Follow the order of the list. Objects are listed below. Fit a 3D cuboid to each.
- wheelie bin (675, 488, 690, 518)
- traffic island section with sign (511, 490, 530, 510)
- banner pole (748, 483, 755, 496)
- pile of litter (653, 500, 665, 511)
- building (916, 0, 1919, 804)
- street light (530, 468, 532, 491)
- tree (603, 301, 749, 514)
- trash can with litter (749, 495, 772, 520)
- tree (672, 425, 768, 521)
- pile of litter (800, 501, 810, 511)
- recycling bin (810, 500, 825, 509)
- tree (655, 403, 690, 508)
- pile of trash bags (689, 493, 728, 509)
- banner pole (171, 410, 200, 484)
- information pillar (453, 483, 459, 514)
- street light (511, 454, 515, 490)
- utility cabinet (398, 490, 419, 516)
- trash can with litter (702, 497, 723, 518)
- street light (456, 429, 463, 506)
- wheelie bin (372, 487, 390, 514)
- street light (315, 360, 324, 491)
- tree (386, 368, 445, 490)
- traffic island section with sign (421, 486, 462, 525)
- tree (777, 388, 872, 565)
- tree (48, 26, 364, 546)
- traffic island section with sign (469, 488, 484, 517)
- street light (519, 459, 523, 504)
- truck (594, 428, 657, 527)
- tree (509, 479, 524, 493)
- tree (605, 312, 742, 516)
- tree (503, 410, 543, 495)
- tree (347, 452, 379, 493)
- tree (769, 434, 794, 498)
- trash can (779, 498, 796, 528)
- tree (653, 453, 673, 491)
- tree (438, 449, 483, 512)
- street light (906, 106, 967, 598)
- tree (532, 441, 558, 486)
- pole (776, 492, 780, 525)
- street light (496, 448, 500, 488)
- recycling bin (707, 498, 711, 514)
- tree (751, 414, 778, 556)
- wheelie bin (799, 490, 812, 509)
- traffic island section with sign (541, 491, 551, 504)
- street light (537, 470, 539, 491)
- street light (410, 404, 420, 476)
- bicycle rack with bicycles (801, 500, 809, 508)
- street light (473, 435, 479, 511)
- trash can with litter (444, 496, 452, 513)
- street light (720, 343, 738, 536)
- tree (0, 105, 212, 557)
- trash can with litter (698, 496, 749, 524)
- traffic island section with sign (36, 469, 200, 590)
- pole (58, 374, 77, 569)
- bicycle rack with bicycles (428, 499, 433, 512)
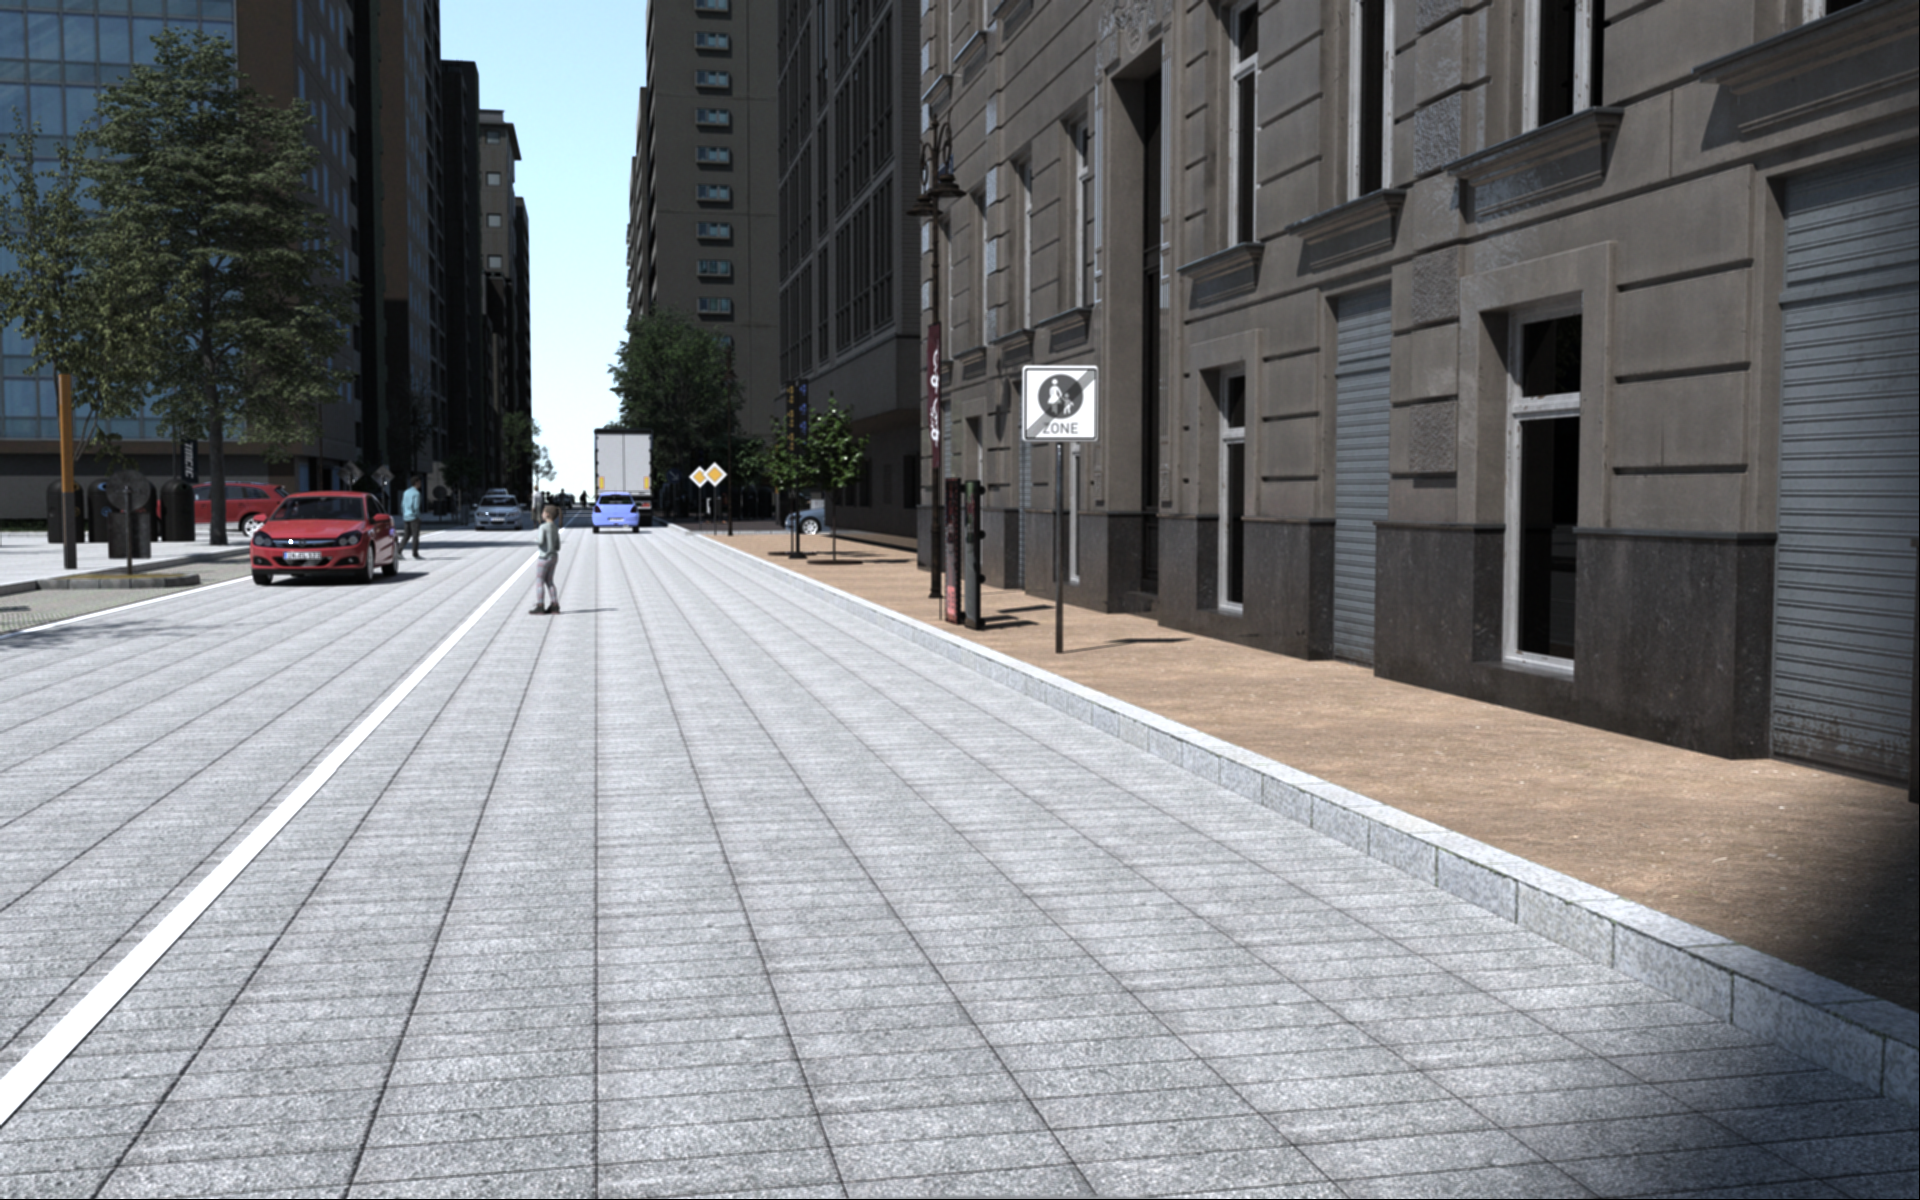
[{"bbox_3d":[-15.011,-5.249,93.727,0.693,1.594,0.980,-2,4,-34],"label":"wheelie bin"},{"bbox_3d":[-40.299,-9.087,157.197,1.989,1.847,2.006,-1,4,-12],"label":"traffic island section with sign"},{"bbox_3d":[-11.038,-6.202,91.428,0.401,3.779,0.863,2,4,28],"label":"banner pole"},{"bbox_3d":[-23.310,-7.261,132.675,1.719,0.858,1.176,1,4,14],"label":"pile of litter"},{"bbox_3d":[7.271,-13.502,18.029,12.463,27.353,25.104,-1,4,-12],"label":"building"},{"bbox_3d":[-60.907,-16.707,245.953,0.468,5.910,1.993,-1,4,-12],"label":"street light"},{"bbox_3d":[-18.589,-12.640,113.325,9.857,13.997,8.962,0,3,0],"label":"tree"},{"bbox_3d":[-10.428,-4.681,87.592,1.678,1.210,2.233,-3,5,-43],"label":"trash can with litter"},{"bbox_3d":[-10.559,-6.041,82.482,4.285,4.588,4.351,0,3,0],"label":"tree"},{"bbox_3d":[-9.404,-5.664,106.571,1.719,0.858,1.176,2,4,30],"label":"pile of litter"},{"bbox_3d":[-6.496,-4.117,79.866,0.722,1.027,0.722,-1,4,-15],"label":"recycling bin"},{"bbox_3d":[-23.323,-11.370,136.257,4.360,8.622,3.978,0,3,0],"label":"tree"},{"bbox_3d":[-18.677,-7.350,129.928,1.912,1.369,3.447,3,5,39],"label":"pile of trash bags"},{"bbox_3d":[-22.635,-3.699,50.490,0.863,3.779,0.401,-2,4,-29],"label":"banner pole"},{"bbox_3d":[-32.131,-6.477,110.385,0.304,2.012,0.304,-2,4,-26],"label":"information pillar"},{"bbox_3d":[-50.606,-13.673,196.342,0.468,5.910,1.993,-1,4,-12],"label":"street light"},{"bbox_3d":[-32.549,-5.721,102.210,1.173,1.500,0.318,-1,4,-22],"label":"utility cabinet"},{"bbox_3d":[-13.088,-4.892,91.370,0.624,1.170,1.055,3,4,37],"label":"trash can with litter"},{"bbox_3d":[-34.575,-9.001,119.959,0.468,5.910,1.993,-1,4,-12],"label":"street light"},{"bbox_3d":[-26.667,-4.390,79.689,0.693,1.594,0.980,-3,4,-37],"label":"wheelie bin"},{"bbox_3d":[-21.834,-5.283,59.159,0.468,5.910,1.993,-1,4,-12],"label":"street light"},{"bbox_3d":[-32.102,-9.218,101.075,4.360,8.622,3.978,0,3,0],"label":"tree"},{"bbox_3d":[-24.429,-4.459,81.526,1.989,1.847,2.006,-1,4,-12],"label":"traffic island section with sign"},{"bbox_3d":[-2.448,-2.276,31.822,1.663,3.219,1.824,0,3,0],"label":"tree"},{"bbox_3d":[-18.995,-7.648,43.180,7.486,12.596,7.792,0,3,0],"label":"tree"},{"bbox_3d":[-30.030,-6.089,108.181,1.989,1.847,2.006,-1,4,-12],"label":"traffic island section with sign"},{"bbox_3d":[-54.590,-14.838,215.386,0.468,5.910,1.993,-1,4,-12],"label":"street light"},{"bbox_3d":[-15.306,-5.532,79.362,2.839,4.237,11.283,-1,4,-10],"label":"truck"},{"bbox_3d":[-51.405,-12.558,199.921,1.663,3.219,1.824,0,3,0],"label":"tree"},{"bbox_3d":[-16.116,-10.640,99.714,9.928,11.665,9.643,0,3,0],"label":"tree"},{"bbox_3d":[-53.932,-17.205,207.063,9.928,11.665,9.643,0,3,0],"label":"tree"},{"bbox_3d":[-26.936,-5.070,77.503,1.663,3.219,1.824,0,3,0],"label":"tree"},{"bbox_3d":[-12.183,-10.776,126.550,4.360,8.622,3.978,0,3,0],"label":"tree"},{"bbox_3d":[-6.543,-3.322,65.966,0.748,1.137,0.748,0,3,0],"label":"trash can"},{"bbox_3d":[-20.881,-8.499,122.669,4.285,4.588,4.351,0,3,0],"label":"tree"},{"bbox_3d":[-36.551,-8.751,126.796,4.285,4.588,4.351,0,3,0],"label":"tree"},{"bbox_3d":[-0.300,-2.961,21.199,0.468,5.910,1.993,-1,4,-12],"label":"street light"},{"bbox_3d":[-70.578,-21.640,288.223,7.601,10.594,8.767,-1,4,-15],"label":"tree"},{"bbox_3d":[-7.593,-4.783,72.051,0.158,3.312,0.155,0,3,0],"label":"pole"},{"bbox_3d":[-44.050,-11.779,165.374,0.468,5.910,1.993,-1,4,-12],"label":"street light"},{"bbox_3d":[-15.621,-5.965,110.084,0.722,1.027,0.722,1,4,20],"label":"recycling bin"},{"bbox_3d":[-3.508,-2.553,36.337,1.663,3.219,1.824,0,3,0],"label":"tree"},{"bbox_3d":[-10.979,-7.010,122.525,0.980,1.594,0.693,-3,5,-40],"label":"wheelie bin"},{"bbox_3d":[-62.671,-15.613,263.901,1.989,1.847,2.006,-1,4,-12],"label":"traffic island section with sign"},{"bbox_3d":[-67.301,-18.566,276.348,0.468,5.910,1.993,-1,4,-12],"label":"street light"},{"bbox_3d":[-28.158,-7.143,89.569,0.468,5.910,1.993,-1,4,-12],"label":"street light"},{"bbox_3d":[-9.353,-6.126,113.545,2.852,0.926,2.925,0,4,-3],"label":"bicycle rack with bicycles"},{"bbox_3d":[-37.544,-9.880,134.325,0.468,5.910,1.993,-1,4,-12],"label":"street light"},{"bbox_3d":[-34.902,-6.537,118.260,0.624,1.170,1.055,0,4,-7],"label":"trash can with litter"},{"bbox_3d":[-7.069,-4.915,53.141,0.468,5.910,1.993,-1,4,-12],"label":"street light"},{"bbox_3d":[-17.213,-5.100,33.747,4.737,8.622,4.395,0,3,0],"label":"tree"},{"bbox_3d":[-10.689,-3.972,75.999,1.678,1.210,2.233,-3,4,-38],"label":"trash can with litter"},{"bbox_3d":[-12.968,-1.114,26.849,1.989,1.847,2.006,-1,4,-12],"label":"traffic island section with sign"},{"bbox_3d":[-15.225,-2.184,29.545,0.158,3.312,0.155,0,3,0],"label":"pole"},{"bbox_3d":[-37.247,-6.667,122.392,2.925,0.926,2.852,-3,5,-42],"label":"bicycle rack with bicycles"}]
